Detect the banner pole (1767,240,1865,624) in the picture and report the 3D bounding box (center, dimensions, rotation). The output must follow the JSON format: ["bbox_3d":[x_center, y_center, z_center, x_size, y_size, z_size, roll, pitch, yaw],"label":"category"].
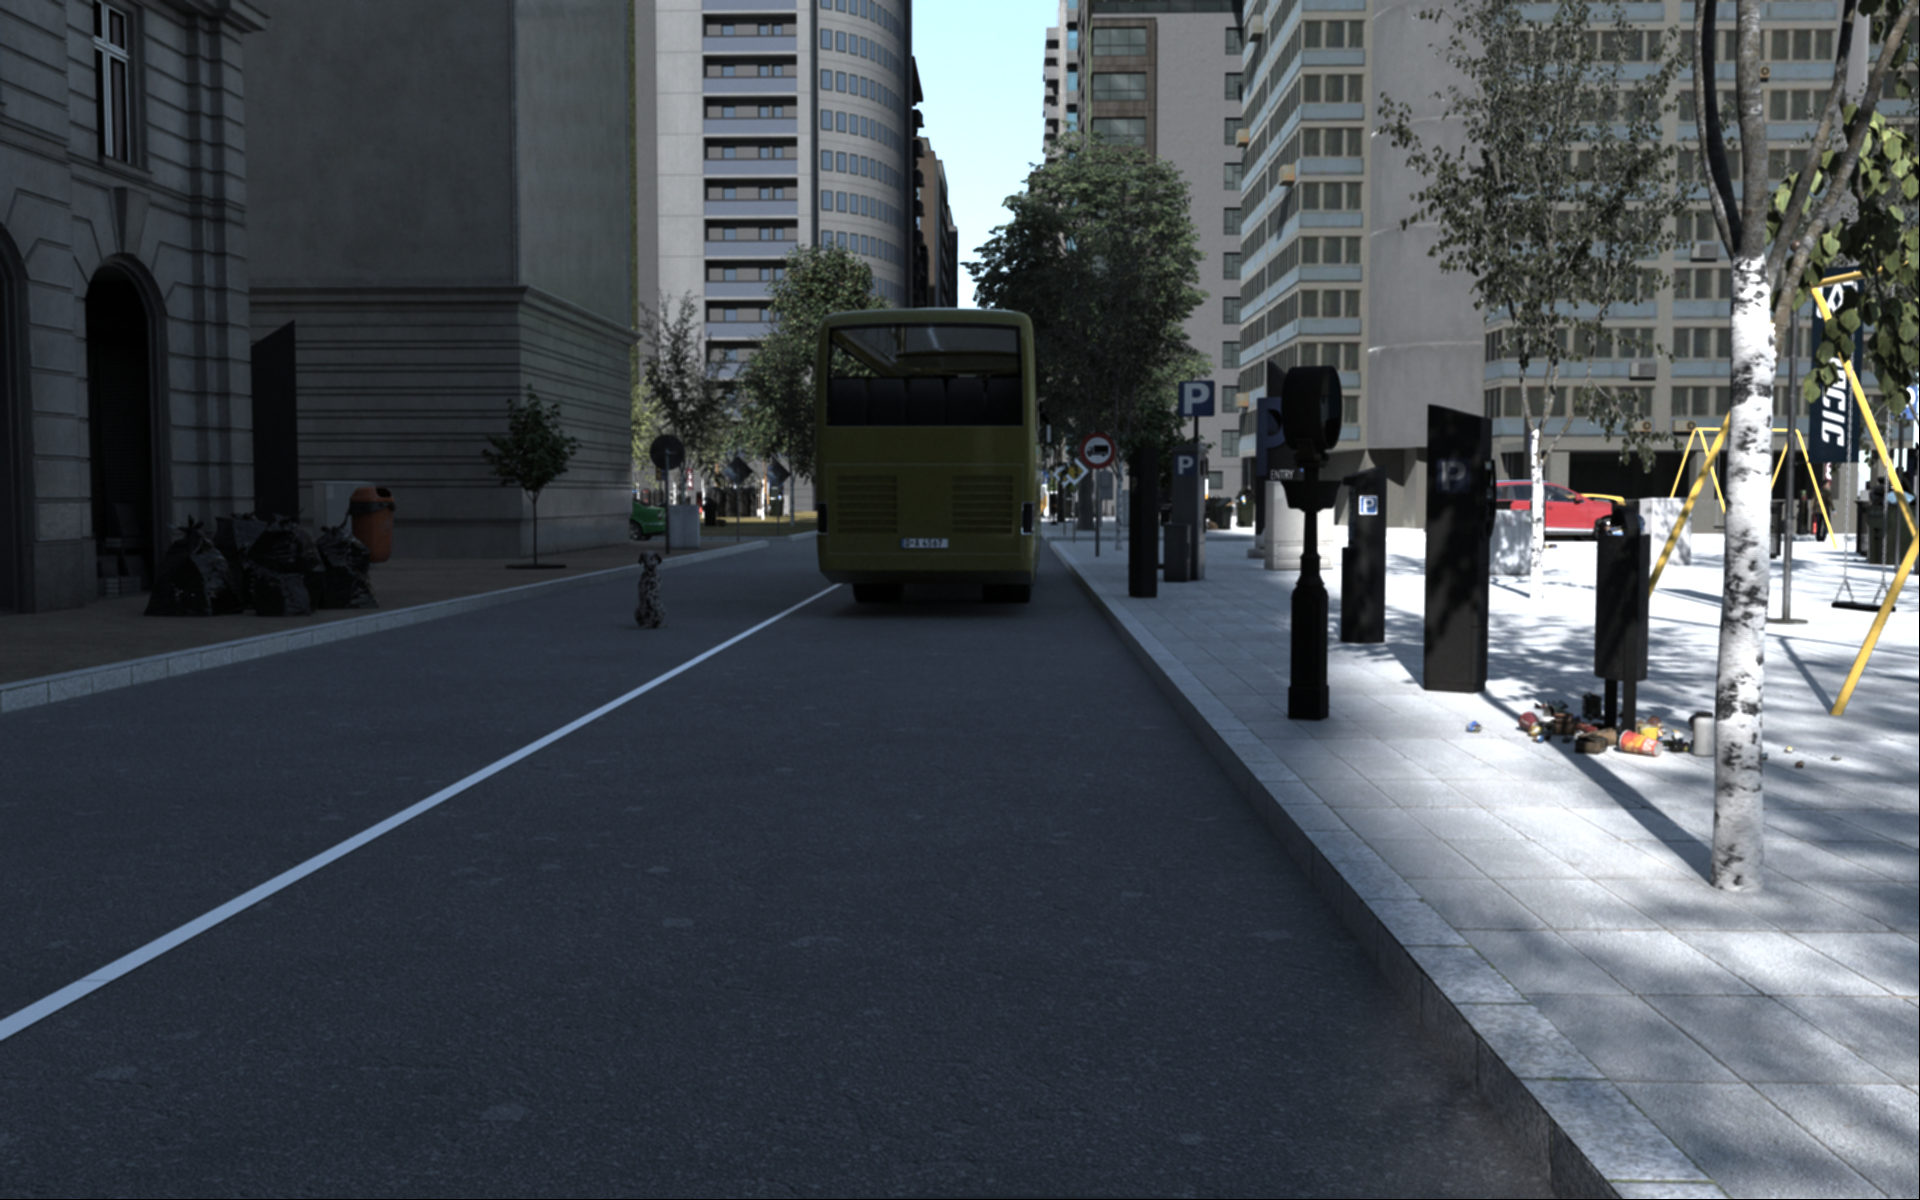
[{"bbox_3d":[8.404,-1.650,16.997,0.863,3.779,0.401,3,5,43],"label":"banner pole"}]

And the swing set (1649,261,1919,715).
[{"bbox_3d":[6.375,-0.842,11.384,2.862,2.851,3.119,0,4,-5],"label":"swing set"}]

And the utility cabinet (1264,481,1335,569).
[{"bbox_3d":[5.747,-1.259,29.269,1.173,1.500,0.318,-1,4,-20],"label":"utility cabinet"}]

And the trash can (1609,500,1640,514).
[{"bbox_3d":[15.314,-1.725,39.852,0.748,1.137,0.748,0,3,0],"label":"trash can"}]

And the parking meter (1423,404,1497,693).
[{"bbox_3d":[3.251,-0.340,11.262,0.399,1.863,0.255,2,4,33],"label":"parking meter"}]

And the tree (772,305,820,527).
[{"bbox_3d":[-6.400,-7.210,68.245,4.360,8.622,3.978,0,3,0],"label":"tree"}]

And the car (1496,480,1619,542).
[{"bbox_3d":[16.079,-2.413,48.130,5.304,1.827,2.281,0,4,0],"label":"car"}]

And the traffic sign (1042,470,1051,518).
[{"bbox_3d":[4.419,-5.598,91.635,0.768,2.556,0.104,1,4,10],"label":"traffic sign"}]

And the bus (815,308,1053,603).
[{"bbox_3d":[-0.076,-2.092,25.743,2.896,3.916,12.252,0,4,3],"label":"bus"}]

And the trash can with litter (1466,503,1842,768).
[{"bbox_3d":[3.574,0.110,9.256,1.678,1.210,2.233,1,4,11],"label":"trash can with litter"}]

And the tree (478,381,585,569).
[{"bbox_3d":[-7.513,-2.165,30.002,1.663,3.219,1.824,0,3,0],"label":"tree"}]

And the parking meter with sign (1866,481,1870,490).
[{"bbox_3d":[52.867,-6.390,100.745,1.738,3.016,0.543,2,4,32],"label":"parking meter with sign"}]

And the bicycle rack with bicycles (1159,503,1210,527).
[{"bbox_3d":[8.850,-3.285,67.095,2.925,0.926,2.852,-1,4,-10],"label":"bicycle rack with bicycles"}]

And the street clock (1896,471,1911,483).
[{"bbox_3d":[29.890,-3.081,54.937,0.471,2.002,0.358,-2,4,-33],"label":"street clock"}]

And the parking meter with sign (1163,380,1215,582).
[{"bbox_3d":[3.402,-1.815,25.934,0.543,3.016,1.738,1,4,17],"label":"parking meter with sign"}]

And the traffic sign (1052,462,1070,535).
[{"bbox_3d":[3.237,-3.056,53.603,0.795,2.450,0.064,0,4,2],"label":"traffic sign"}]

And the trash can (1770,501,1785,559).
[{"bbox_3d":[15.972,-1.390,34.377,0.748,1.137,0.748,0,3,0],"label":"trash can"}]

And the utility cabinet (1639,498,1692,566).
[{"bbox_3d":[12.683,-1.223,31.159,1.020,1.237,0.306,-2,4,-25],"label":"utility cabinet"}]

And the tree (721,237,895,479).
[{"bbox_3d":[-5.909,-9.818,77.528,9.611,12.733,9.660,0,3,0],"label":"tree"}]

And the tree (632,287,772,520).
[{"bbox_3d":[-9.780,-6.831,62.056,4.360,8.622,3.978,0,3,0],"label":"tree"}]

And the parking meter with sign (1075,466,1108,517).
[{"bbox_3d":[7.228,-6.061,95.360,1.738,3.016,0.543,1,4,12],"label":"parking meter with sign"}]

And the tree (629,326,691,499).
[{"bbox_3d":[-14.695,-7.601,74.638,4.737,8.622,4.395,0,3,0],"label":"tree"}]

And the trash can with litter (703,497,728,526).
[{"bbox_3d":[-9.724,-3.521,68.962,1.055,1.170,0.624,2,4,29],"label":"trash can with litter"}]

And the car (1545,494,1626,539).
[{"bbox_3d":[17.616,-2.454,50.342,3.980,1.641,2.015,0,4,3],"label":"car"}]

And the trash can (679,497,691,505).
[{"bbox_3d":[-15.500,-5.260,97.658,0.748,1.137,0.748,0,3,0],"label":"trash can"}]

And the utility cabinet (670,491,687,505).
[{"bbox_3d":[-19.801,-6.920,121.826,1.173,1.500,0.318,-1,4,-9],"label":"utility cabinet"}]

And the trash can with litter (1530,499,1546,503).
[{"bbox_3d":[13.366,-1.836,41.075,2.233,1.210,1.678,-3,4,-36],"label":"trash can with litter"}]

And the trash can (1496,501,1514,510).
[{"bbox_3d":[11.345,-1.534,36.733,0.748,1.137,0.748,0,3,0],"label":"trash can"}]

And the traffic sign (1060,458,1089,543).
[{"bbox_3d":[3.010,-2.568,45.621,0.795,2.450,0.064,0,4,2],"label":"traffic sign"}]

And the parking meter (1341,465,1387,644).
[{"bbox_3d":[3.495,-0.402,14.990,0.372,1.533,0.369,0,3,0],"label":"parking meter"}]

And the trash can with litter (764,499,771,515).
[{"bbox_3d":[-12.035,-5.844,106.934,1.055,1.170,0.624,-2,4,-25],"label":"trash can with litter"}]

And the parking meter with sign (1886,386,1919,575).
[{"bbox_3d":[15.373,-1.885,27.078,0.543,3.016,1.738,-1,4,-18],"label":"parking meter with sign"}]

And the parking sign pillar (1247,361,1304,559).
[{"bbox_3d":[6.483,-2.821,34.595,1.447,3.967,1.447,-2,4,-30],"label":"parking sign pillar"}]

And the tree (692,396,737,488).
[{"bbox_3d":[-17.891,-10.691,125.155,4.737,8.622,4.395,0,3,0],"label":"tree"}]

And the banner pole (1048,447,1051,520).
[{"bbox_3d":[4.399,-5.800,84.843,0.401,3.779,0.863,1,4,8],"label":"banner pole"}]

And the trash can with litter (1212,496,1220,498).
[{"bbox_3d":[10.897,-3.967,75.919,2.233,1.210,1.678,-3,5,-45],"label":"trash can with litter"}]

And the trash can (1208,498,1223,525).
[{"bbox_3d":[9.643,-3.248,64.754,0.748,1.137,0.748,0,3,0],"label":"trash can"}]

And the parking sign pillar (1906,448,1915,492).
[{"bbox_3d":[51.702,-6.413,93.322,1.447,3.967,1.447,2,4,31],"label":"parking sign pillar"}]

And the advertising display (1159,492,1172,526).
[{"bbox_3d":[8.267,-3.951,69.820,0.974,1.923,0.123,1,4,22],"label":"advertising display"}]

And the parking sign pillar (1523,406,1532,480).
[{"bbox_3d":[17.696,-3.988,53.679,1.447,3.967,1.447,1,4,20],"label":"parking sign pillar"}]

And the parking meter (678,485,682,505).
[{"bbox_3d":[-18.194,-6.562,113.007,0.255,1.863,0.399,-2,4,-34],"label":"parking meter"}]

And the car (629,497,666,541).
[{"bbox_3d":[-10.817,-2.557,50.611,4.718,1.807,1.959,0,4,1],"label":"car"}]

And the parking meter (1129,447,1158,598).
[{"bbox_3d":[2.280,-0.970,21.564,0.255,1.863,0.399,-1,4,-16],"label":"parking meter"}]

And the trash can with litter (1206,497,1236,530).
[{"bbox_3d":[9.360,-3.118,62.363,1.055,1.170,0.624,-2,4,-30],"label":"trash can with litter"}]

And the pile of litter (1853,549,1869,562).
[{"bbox_3d":[17.912,-1.176,33.190,1.719,0.858,1.176,0,4,-5],"label":"pile of litter"}]

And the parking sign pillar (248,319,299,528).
[{"bbox_3d":[-10.927,-2.341,26.743,1.447,3.967,1.447,-1,4,-23],"label":"parking sign pillar"}]

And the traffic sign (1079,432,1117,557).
[{"bbox_3d":[2.817,-2.160,35.416,0.768,2.556,0.104,1,4,10],"label":"traffic sign"}]

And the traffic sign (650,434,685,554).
[{"bbox_3d":[-6.249,-2.253,36.940,0.768,2.556,0.104,0,4,8],"label":"traffic sign"}]

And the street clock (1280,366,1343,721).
[{"bbox_3d":[1.996,-0.324,9.863,0.358,2.002,0.471,2,4,27],"label":"street clock"}]

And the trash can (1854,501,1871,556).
[{"bbox_3d":[18.865,-1.476,35.782,0.748,1.137,0.748,0,3,0],"label":"trash can"}]

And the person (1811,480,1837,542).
[{"bbox_3d":[24.350,-2.472,48.827,0.656,1.842,0.836,2,4,26],"label":"person"}]

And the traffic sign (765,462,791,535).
[{"bbox_3d":[-5.653,-3.072,53.875,0.795,2.450,0.064,0,4,2],"label":"traffic sign"}]

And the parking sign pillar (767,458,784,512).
[{"bbox_3d":[-12.751,-8.046,120.022,1.447,3.967,1.447,-3,4,-38],"label":"parking sign pillar"}]

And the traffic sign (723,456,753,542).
[{"bbox_3d":[-5.880,-2.584,45.893,0.795,2.450,0.064,0,4,2],"label":"traffic sign"}]

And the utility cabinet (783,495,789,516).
[{"bbox_3d":[-10.558,-5.570,102.236,0.306,1.237,1.020,3,5,42],"label":"utility cabinet"}]

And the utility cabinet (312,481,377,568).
[{"bbox_3d":[-10.387,-1.261,29.292,0.318,1.500,1.173,1,4,23],"label":"utility cabinet"}]
